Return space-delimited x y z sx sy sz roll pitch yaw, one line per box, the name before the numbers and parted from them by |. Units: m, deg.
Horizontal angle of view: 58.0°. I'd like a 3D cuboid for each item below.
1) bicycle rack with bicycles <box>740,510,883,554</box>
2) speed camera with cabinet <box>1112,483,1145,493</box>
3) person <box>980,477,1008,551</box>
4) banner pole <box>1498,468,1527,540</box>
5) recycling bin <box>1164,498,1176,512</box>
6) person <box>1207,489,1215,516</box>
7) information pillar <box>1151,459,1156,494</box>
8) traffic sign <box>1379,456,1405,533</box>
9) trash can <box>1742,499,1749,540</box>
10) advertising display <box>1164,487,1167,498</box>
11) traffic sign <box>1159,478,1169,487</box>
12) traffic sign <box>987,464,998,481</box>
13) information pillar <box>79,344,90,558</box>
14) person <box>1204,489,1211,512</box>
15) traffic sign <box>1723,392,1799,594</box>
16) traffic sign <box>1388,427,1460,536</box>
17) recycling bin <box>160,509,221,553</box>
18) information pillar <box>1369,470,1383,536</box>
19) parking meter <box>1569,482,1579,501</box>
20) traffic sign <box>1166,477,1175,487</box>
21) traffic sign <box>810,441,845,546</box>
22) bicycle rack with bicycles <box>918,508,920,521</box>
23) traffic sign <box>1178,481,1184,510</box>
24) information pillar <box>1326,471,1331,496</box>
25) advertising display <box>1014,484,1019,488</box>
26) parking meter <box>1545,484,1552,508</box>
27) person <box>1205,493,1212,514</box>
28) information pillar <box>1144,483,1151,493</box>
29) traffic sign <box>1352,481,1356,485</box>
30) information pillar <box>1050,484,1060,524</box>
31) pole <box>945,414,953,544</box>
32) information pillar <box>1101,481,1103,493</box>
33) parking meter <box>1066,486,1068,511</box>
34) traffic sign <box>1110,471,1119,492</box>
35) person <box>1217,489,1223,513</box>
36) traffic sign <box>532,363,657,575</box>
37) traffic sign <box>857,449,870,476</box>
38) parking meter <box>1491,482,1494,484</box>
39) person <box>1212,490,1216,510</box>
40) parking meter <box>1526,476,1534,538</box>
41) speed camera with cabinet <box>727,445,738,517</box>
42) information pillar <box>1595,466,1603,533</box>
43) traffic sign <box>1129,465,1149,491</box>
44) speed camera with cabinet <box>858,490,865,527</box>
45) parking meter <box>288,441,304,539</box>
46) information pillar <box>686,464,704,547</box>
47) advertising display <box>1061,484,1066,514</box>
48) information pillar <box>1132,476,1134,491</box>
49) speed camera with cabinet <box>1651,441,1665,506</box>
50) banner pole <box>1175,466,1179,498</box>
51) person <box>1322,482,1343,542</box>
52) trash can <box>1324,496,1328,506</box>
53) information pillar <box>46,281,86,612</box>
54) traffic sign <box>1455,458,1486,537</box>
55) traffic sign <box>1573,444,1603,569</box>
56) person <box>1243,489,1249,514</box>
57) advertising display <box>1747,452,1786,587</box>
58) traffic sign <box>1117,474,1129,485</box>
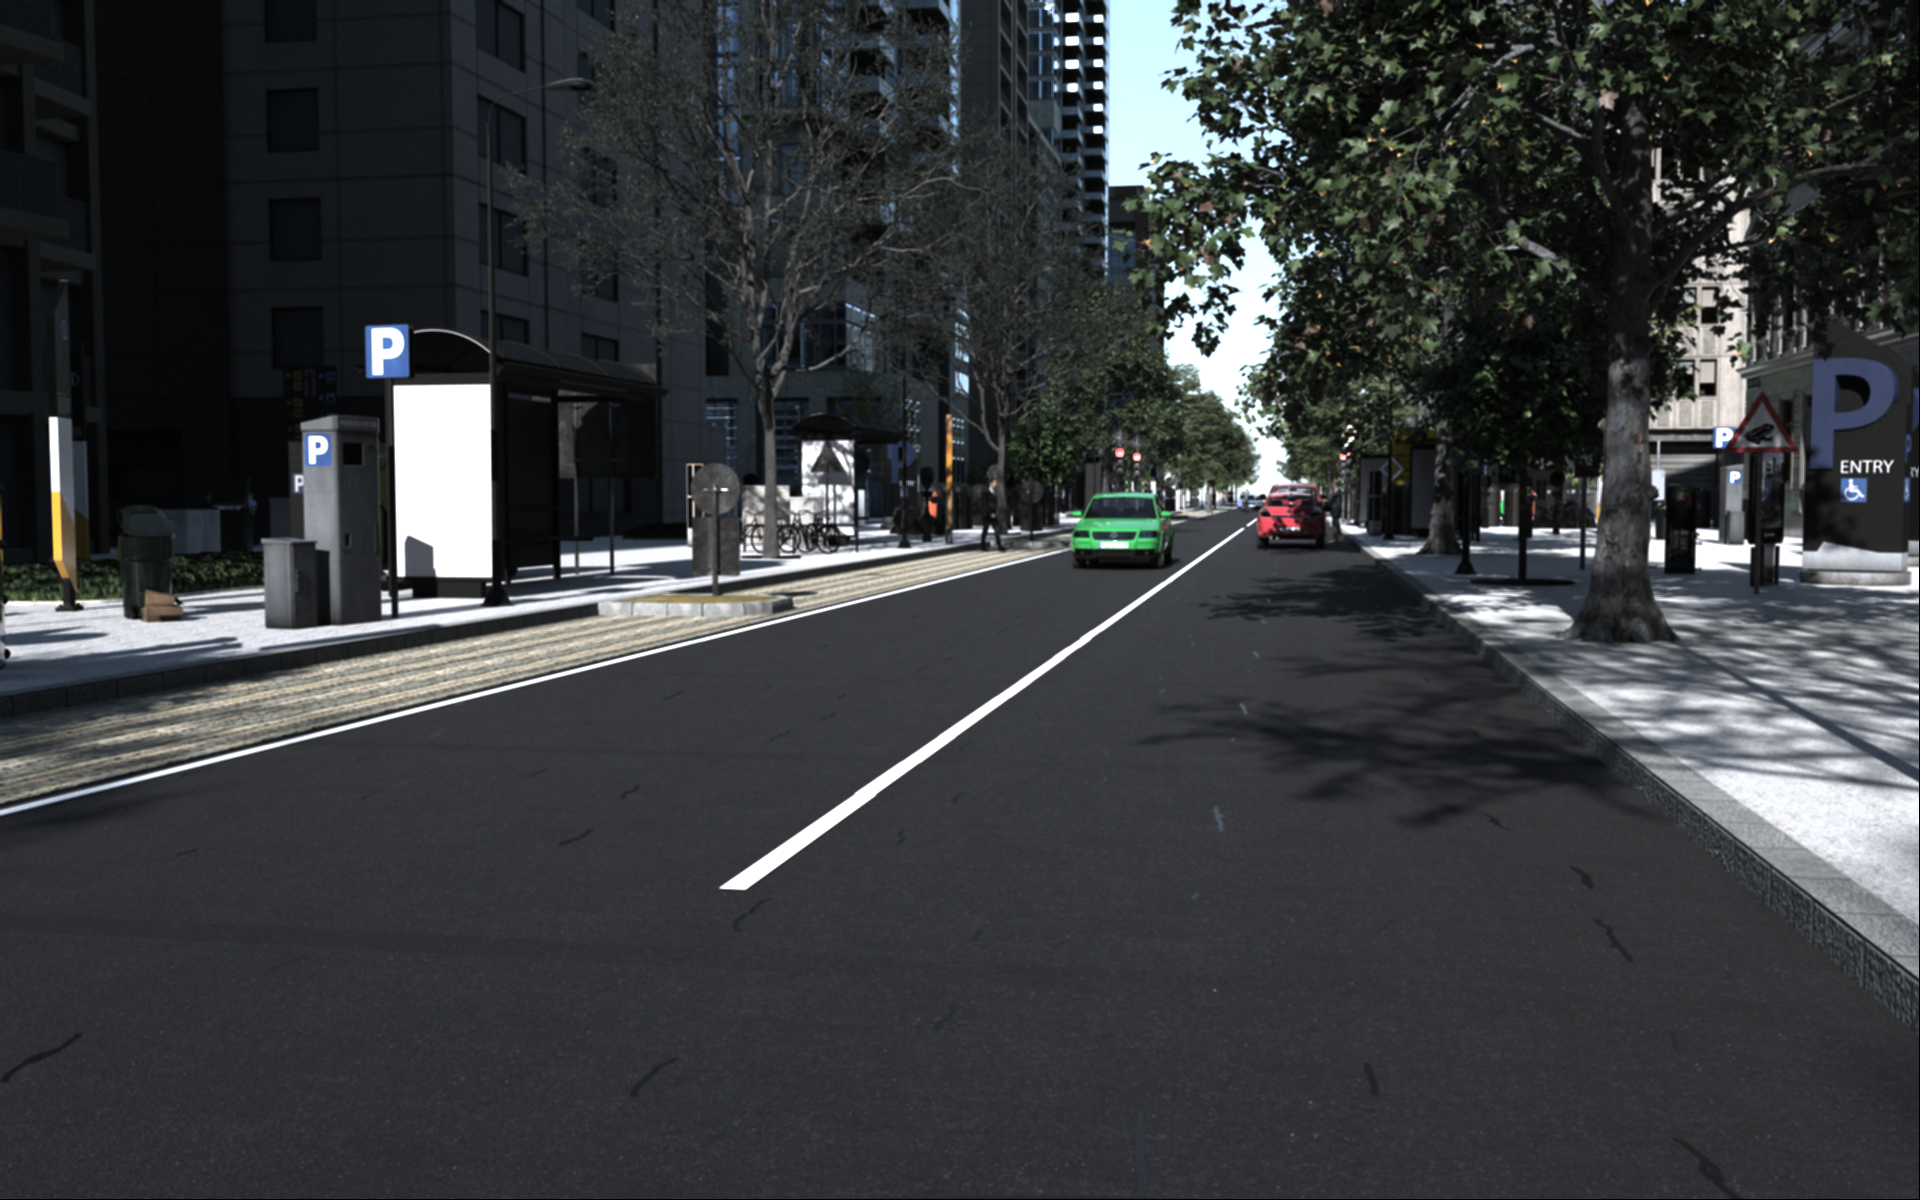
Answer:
bicycle rack with bicycles | -3.503 -1.507 38.028 2.852 0.926 2.925 -3 5 -42
speed camera with cabinet | 10.362 -6.868 106.624 2.038 3.252 0.660 -2 4 -26
person | 0.832 -2.142 43.300 0.755 1.850 0.659 3 4 38
banner pole | 15.411 -3.564 48.284 0.863 3.779 0.401 3 4 36
recycling bin | 15.307 -6.985 126.762 0.722 1.027 0.722 3 5 41
person | 16.494 -6.422 113.769 0.573 1.790 0.520 1 4 12
information pillar | 12.370 -7.314 110.936 0.183 3.616 0.504 -2 4 -31
traffic sign | 13.048 -3.132 52.389 0.795 2.450 0.064 1 4 12
trash can | 22.324 -2.286 49.033 0.748 1.137 0.748 0 3 0
advertising display | 16.023 -8.143 138.358 0.974 1.923 0.123 2 4 27
traffic sign | 14.722 -7.692 125.763 0.884 2.594 0.081 1 4 14
traffic sign | 1.498 -4.487 73.468 0.768 2.556 0.104 1 4 17
information pillar | -13.893 -2.185 27.082 0.504 3.616 0.183 0 4 -2
person | 18.942 -7.585 132.496 0.713 1.824 0.794 -1 4 -12
traffic sign | 10.242 -1.357 22.199 0.884 2.594 0.081 1 4 16
traffic sign | 14.109 -3.578 52.373 2.265 3.308 0.079 1 4 14
recycling bin | -12.752 -0.984 28.635 0.722 1.027 0.722 1 4 22
information pillar | 12.769 -2.980 53.208 0.304 2.012 0.304 -1 4 -11
parking meter | 30.272 -4.875 85.410 0.399 1.863 0.255 2 4 27
traffic sign | 15.572 -7.854 128.524 0.768 2.556 0.104 1 4 16
traffic sign | -3.263 -2.601 42.536 0.884 2.594 0.081 1 4 14
bicycle rack with bicycles | -1.537 -3.257 66.639 2.925 0.926 2.852 -1 4 -10
traffic sign | 17.857 -8.477 140.729 0.606 2.300 0.079 1 4 17
information pillar | 31.277 -9.522 147.042 0.183 3.616 0.504 -3 5 -40
advertising display | 3.688 -6.617 113.406 0.123 1.923 0.974 1 4 15
parking meter | 33.989 -5.770 100.052 0.399 1.863 0.255 1 4 14
person | 18.109 -7.046 126.303 0.503 1.515 0.523 0 4 -6
information pillar | 11.913 -6.460 110.115 0.304 2.012 0.304 3 5 41
traffic sign | 22.418 -6.097 99.688 0.884 2.594 0.081 1 4 14
information pillar | 4.012 -4.205 73.252 0.304 2.012 0.304 2 4 29
pole | -0.281 -3.091 44.381 0.158 3.312 0.155 0 3 0
information pillar | 8.091 -5.694 97.585 0.304 2.012 0.304 0 4 -7
parking meter | 7.717 -7.406 126.794 0.399 1.863 0.255 2 4 26
traffic sign | 8.726 -5.960 97.547 0.768 2.556 0.104 1 4 14
person | 19.301 -7.344 128.591 0.388 1.821 0.555 -2 4 -24
traffic sign | -5.801 -2.051 27.401 2.265 3.308 0.079 1 4 20
traffic sign | -2.923 -2.993 49.034 0.768 2.556 0.104 1 4 15
parking meter | 23.145 -4.287 75.796 0.399 1.863 0.255 -2 4 -32
person | 23.519 -9.282 160.291 0.705 1.821 1.348 0 4 3
parking meter | 16.605 -2.757 50.796 0.255 1.863 0.399 -1 4 -13
speed camera with cabinet | -9.384 -4.642 70.230 0.660 3.252 2.038 0 4 -3
information pillar | 21.138 -4.009 56.905 0.504 3.616 0.183 -2 4 -34
traffic sign | 12.365 -7.929 123.513 2.265 3.308 0.079 1 4 20
speed camera with cabinet | -4.491 -4.485 67.665 0.660 3.252 2.038 -3 4 -36
parking meter | -7.216 -0.828 19.243 0.399 1.863 0.255 2 4 27
information pillar | -6.422 -2.296 42.039 0.304 2.012 0.304 -3 5 -39
advertising display | 6.821 -6.633 113.656 0.123 1.923 0.974 -1 4 -9
information pillar | 11.502 -7.578 115.248 0.183 3.616 0.504 1 4 11
speed camera with cabinet | 25.570 -4.315 64.882 0.660 3.252 2.038 -1 4 -10
banner pole | 17.294 -9.075 138.392 0.401 3.779 0.863 -1 4 -15
person | 11.083 -2.614 51.417 0.590 1.801 0.661 0 4 -1
trash can | 29.223 -7.696 137.477 0.748 1.137 0.748 0 3 0
information pillar | -9.791 -1.684 18.880 0.183 3.616 0.504 -1 4 -10
traffic sign | 13.421 -2.783 45.600 0.768 2.556 0.104 1 4 13
traffic sign | 10.606 -1.794 29.439 0.768 2.556 0.104 1 4 16
person | 21.092 -7.282 127.745 0.473 1.802 0.592 2 4 32
advertising display | 11.293 -1.165 24.259 0.974 1.923 0.123 -3 5 -44
traffic sign | 9.141 -5.927 97.019 0.768 2.556 0.104 1 4 14
